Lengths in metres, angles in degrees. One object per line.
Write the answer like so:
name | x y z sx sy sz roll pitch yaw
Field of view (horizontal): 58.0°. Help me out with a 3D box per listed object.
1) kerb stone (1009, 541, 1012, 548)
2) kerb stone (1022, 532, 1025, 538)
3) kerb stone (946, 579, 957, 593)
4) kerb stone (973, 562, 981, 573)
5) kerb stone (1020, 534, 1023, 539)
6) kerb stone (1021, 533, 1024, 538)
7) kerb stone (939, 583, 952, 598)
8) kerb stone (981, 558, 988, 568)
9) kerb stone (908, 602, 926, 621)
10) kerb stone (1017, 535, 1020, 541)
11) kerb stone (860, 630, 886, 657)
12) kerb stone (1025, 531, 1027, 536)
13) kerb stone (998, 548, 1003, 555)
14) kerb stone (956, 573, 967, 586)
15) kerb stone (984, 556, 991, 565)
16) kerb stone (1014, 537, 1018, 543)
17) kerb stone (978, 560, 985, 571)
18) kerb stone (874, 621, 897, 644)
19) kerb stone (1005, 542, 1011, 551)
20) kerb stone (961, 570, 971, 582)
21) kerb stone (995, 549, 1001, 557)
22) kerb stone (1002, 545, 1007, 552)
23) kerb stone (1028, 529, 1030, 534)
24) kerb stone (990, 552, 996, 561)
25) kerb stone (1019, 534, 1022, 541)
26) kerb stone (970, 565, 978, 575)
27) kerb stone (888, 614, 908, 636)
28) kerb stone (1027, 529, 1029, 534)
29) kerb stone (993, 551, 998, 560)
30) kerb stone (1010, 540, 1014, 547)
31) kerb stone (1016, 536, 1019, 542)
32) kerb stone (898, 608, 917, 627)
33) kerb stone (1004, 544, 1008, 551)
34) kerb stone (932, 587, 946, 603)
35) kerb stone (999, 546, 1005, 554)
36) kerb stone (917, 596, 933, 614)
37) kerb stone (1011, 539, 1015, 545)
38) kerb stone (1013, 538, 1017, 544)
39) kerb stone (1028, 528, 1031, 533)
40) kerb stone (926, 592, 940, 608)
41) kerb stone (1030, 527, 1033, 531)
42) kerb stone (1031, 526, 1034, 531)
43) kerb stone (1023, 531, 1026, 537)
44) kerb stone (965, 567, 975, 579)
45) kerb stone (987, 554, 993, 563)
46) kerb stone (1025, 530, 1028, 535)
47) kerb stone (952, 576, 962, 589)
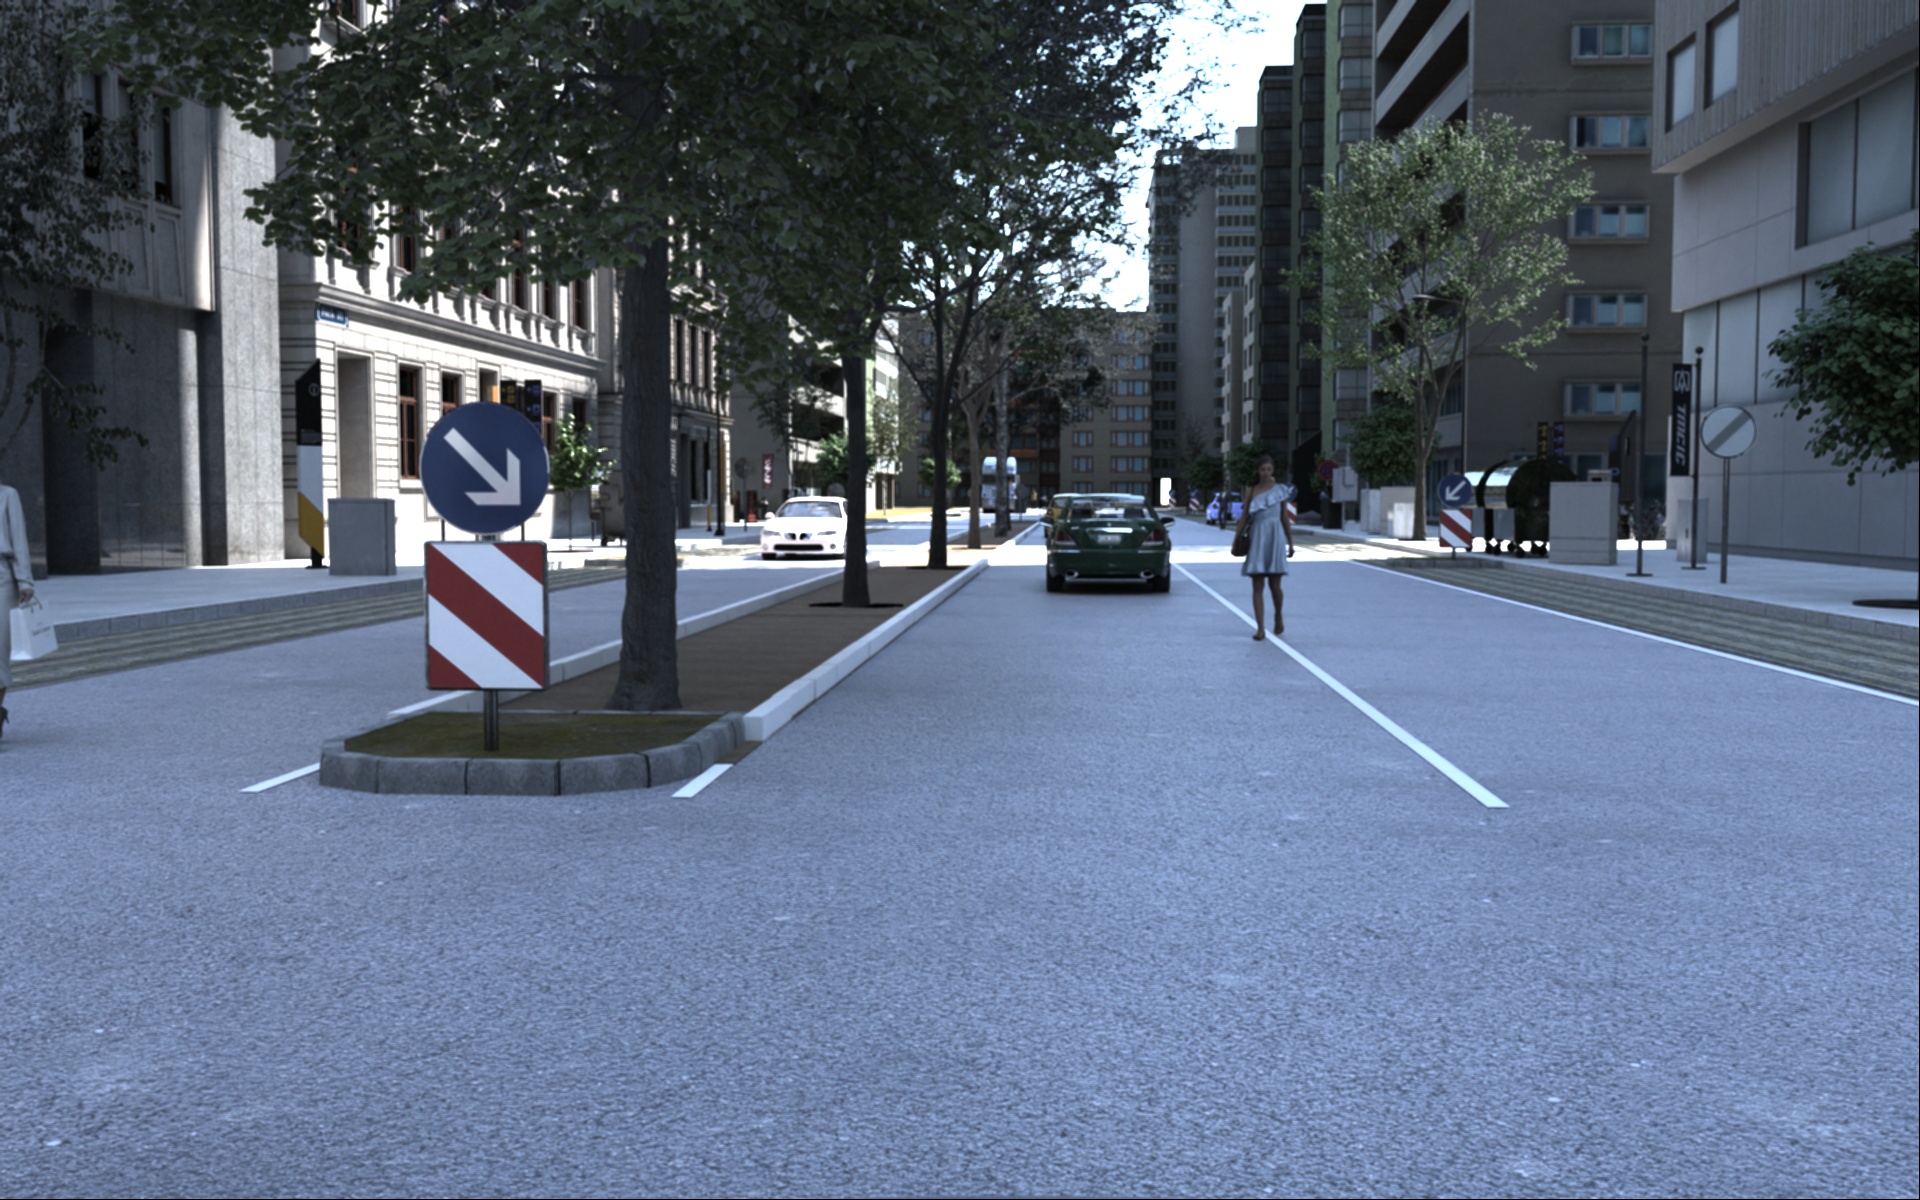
kerb stone | 1.191 -1.349 44.246 0.120 0.150 1.000 0 4 4
kerb stone | 1.902 -1.975 54.489 0.120 0.150 1.000 0 4 4
kerb stone | -0.171 -0.158 24.794 0.120 0.150 1.000 0 4 4
kerb stone | 0.249 -0.535 30.935 0.120 0.150 1.000 0 4 4
kerb stone | 1.757 -1.850 52.449 0.120 0.150 1.000 0 4 4
kerb stone | 1.824 -1.913 53.469 0.120 0.150 1.000 0 4 4
kerb stone | -0.246 -0.095 23.774 0.120 0.150 1.000 0 4 4
kerb stone | 0.393 -0.658 32.975 0.120 0.150 1.000 0 4 4
kerb stone | -0.525 0.154 19.683 0.120 0.150 1.000 0 4 4
kerb stone | 1.609 -1.718 50.410 0.120 0.150 1.000 0 4 4
kerb stone | -0.809 0.404 15.592 0.120 0.150 1.000 0 4 4
kerb stone | 2.043 -2.101 56.540 0.120 0.150 1.000 0 4 4
kerb stone | 0.823 -1.032 39.142 0.120 0.150 1.000 0 4 4
kerb stone | -0.027 -0.284 26.834 0.120 0.150 1.000 0 4 4
kerb stone | 0.468 -0.722 33.998 0.120 0.150 1.000 0 4 4
kerb stone | 1.471 -1.601 48.365 0.120 0.150 1.000 0 4 4
kerb stone | 0.329 -0.597 31.954 0.120 0.150 1.000 0 4 4
kerb stone | -0.740 0.341 16.616 0.120 0.150 1.000 0 4 4
kerb stone | 1.119 -1.286 43.226 0.120 0.150 1.000 0 4 4
kerb stone | 0.042 -0.344 27.854 0.120 0.150 1.000 0 4 4
kerb stone | 0.755 -0.973 38.111 0.120 0.150 1.000 0 4 4
kerb stone | 0.971 -1.161 41.183 0.120 0.150 1.000 0 4 4
kerb stone | 2.252 -2.287 59.627 0.120 0.150 1.000 0 4 4
kerb stone | 0.610 -0.848 36.058 0.120 0.150 1.000 0 4 4
kerb stone | 1.682 -1.786 51.429 0.120 0.150 1.000 0 4 4
kerb stone | 0.184 -0.471 29.915 0.120 0.150 1.000 0 4 4
kerb stone | -0.670 0.280 17.636 0.120 0.150 1.000 0 4 4
kerb stone | 2.184 -2.227 58.601 0.120 0.150 1.000 0 4 4
kerb stone | 0.681 -0.911 37.092 0.120 0.150 1.000 0 4 4
kerb stone | 1.256 -1.411 45.269 0.120 0.150 1.000 0 4 4
kerb stone | 1.540 -1.663 49.390 0.120 0.150 1.000 0 4 4
kerb stone | -0.603 0.216 18.660 0.120 0.150 1.000 0 4 4
kerb stone | 1.037 -1.224 42.204 0.120 0.150 1.000 0 4 4
kerb stone | -0.311 -0.033 22.742 0.120 0.150 1.000 0 4 4
kerb stone | 0.904 -1.098 40.163 0.120 0.150 1.000 0 4 4
kerb stone | -0.454 0.091 20.702 0.120 0.150 1.000 0 4 4
kerb stone | 1.327 -1.475 46.305 0.120 0.150 1.000 0 4 4
kerb stone | 1.406 -1.526 47.333 0.120 0.150 1.000 0 4 4
kerb stone | 2.329 -2.352 60.647 0.120 0.150 1.000 0 4 4
kerb stone | -0.384 0.030 21.723 0.120 0.150 1.000 0 4 4
kerb stone | 2.477 -2.476 62.695 0.120 0.150 1.000 0 4 4
kerb stone | 2.542 -2.539 63.715 0.120 0.150 1.000 0 4 4
kerb stone | 1.971 -2.038 55.513 0.120 0.150 1.000 0 4 4
kerb stone | 0.115 -0.409 28.885 0.120 0.150 1.000 0 4 4
kerb stone | 0.533 -0.780 35.028 0.120 0.150 1.000 0 4 4
kerb stone | 2.114 -2.163 57.572 0.120 0.150 1.000 0 4 4
kerb stone | -0.103 -0.221 25.814 0.120 0.150 1.000 0 4 4
